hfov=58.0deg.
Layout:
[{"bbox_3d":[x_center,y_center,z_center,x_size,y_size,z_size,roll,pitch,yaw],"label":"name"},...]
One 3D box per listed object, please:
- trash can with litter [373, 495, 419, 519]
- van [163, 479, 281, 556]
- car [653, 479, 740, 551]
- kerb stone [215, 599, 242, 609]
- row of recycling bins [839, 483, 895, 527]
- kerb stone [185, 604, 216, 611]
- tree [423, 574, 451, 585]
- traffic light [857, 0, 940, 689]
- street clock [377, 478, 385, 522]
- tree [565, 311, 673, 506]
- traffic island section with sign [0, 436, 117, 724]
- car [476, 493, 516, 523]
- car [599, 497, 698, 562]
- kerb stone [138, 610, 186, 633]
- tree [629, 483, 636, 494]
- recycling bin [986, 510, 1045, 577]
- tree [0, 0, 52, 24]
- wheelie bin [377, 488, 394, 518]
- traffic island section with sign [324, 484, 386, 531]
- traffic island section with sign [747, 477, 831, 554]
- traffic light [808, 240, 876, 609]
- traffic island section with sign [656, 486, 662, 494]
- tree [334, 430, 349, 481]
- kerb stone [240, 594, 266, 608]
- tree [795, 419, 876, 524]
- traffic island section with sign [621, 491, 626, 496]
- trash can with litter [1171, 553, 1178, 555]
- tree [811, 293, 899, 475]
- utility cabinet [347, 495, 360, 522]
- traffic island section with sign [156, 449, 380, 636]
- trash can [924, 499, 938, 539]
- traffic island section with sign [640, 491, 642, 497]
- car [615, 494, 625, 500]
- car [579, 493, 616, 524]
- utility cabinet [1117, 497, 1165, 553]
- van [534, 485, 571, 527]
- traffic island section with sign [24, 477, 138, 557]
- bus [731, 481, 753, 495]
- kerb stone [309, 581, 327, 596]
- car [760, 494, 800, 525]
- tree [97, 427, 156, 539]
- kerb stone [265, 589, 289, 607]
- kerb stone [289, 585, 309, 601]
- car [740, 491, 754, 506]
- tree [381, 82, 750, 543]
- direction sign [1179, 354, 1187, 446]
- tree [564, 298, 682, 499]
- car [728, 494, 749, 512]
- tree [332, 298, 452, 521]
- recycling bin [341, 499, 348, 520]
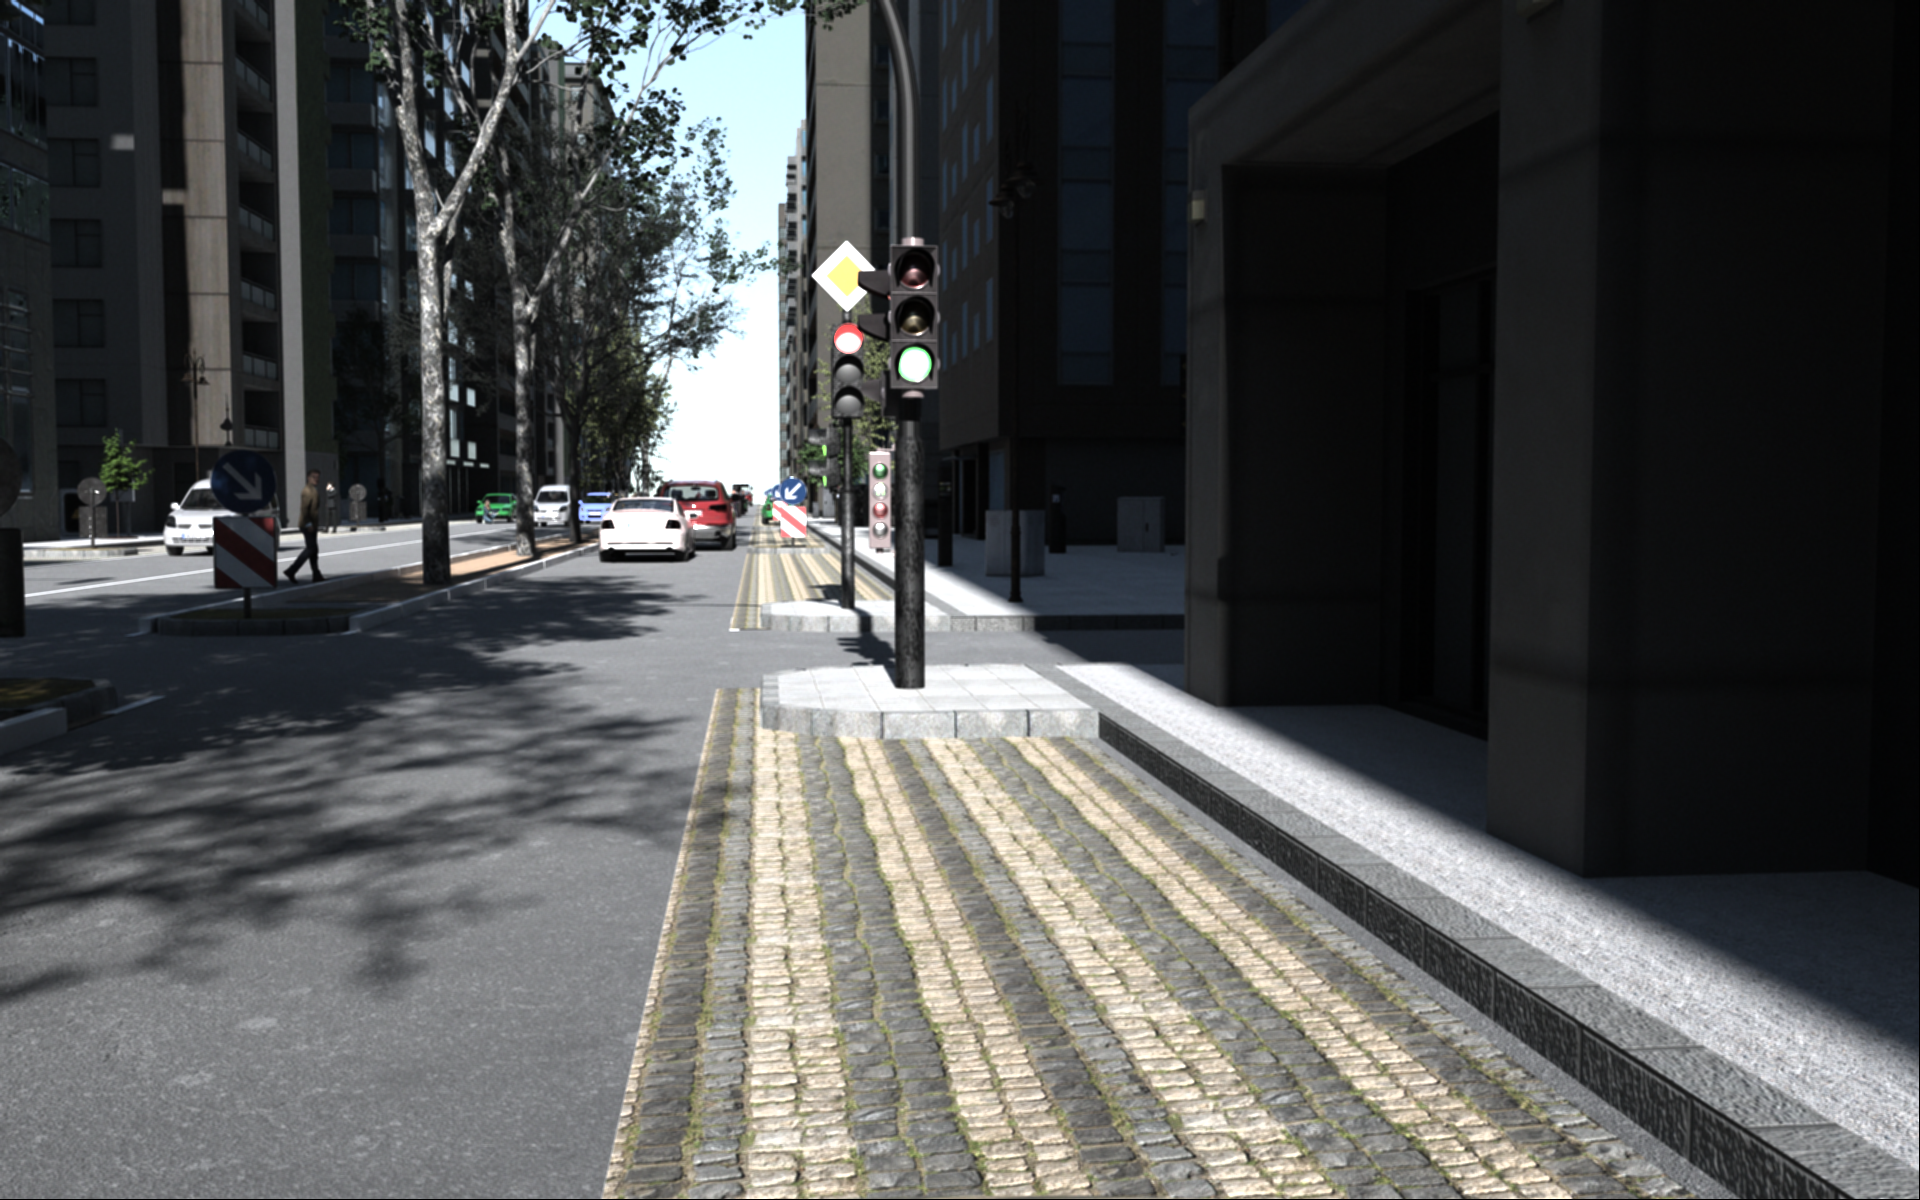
[{"bbox_3d":[-28.879,-4.741,88.571,2.233,1.210,1.678,1,4,14],"label":"trash can with litter"},{"bbox_3d":[-17.685,-2.115,41.584,2.013,2.044,4.112,0,4,-5],"label":"van"},{"bbox_3d":[-6.915,-2.238,45.263,2.281,1.827,5.304,0,4,-6],"label":"car"},{"bbox_3d":[-8.677,0.113,20.352,0.120,0.150,1.000,0,4,-7],"label":"kerb stone"},{"bbox_3d":[-3.574,-3.746,68.360,1.069,1.692,3.534,-3,5,-40],"label":"row of recycling bins"},{"bbox_3d":[-8.558,0.175,19.336,0.120,0.150,1.000,0,4,-7],"label":"kerb stone"},{"bbox_3d":[-6.964,-10.258,26.062,12.611,20.169,13.585,0,3,0],"label":"tree"},{"bbox_3d":[-2.430,-2.224,11.023,4.771,5.953,1.251,0,4,-7],"label":"traffic light"},{"bbox_3d":[-26.175,-4.509,78.290,0.358,2.002,0.471,0,4,-6],"label":"street clock"},{"bbox_3d":[-13.881,-7.278,71.819,4.737,8.622,4.395,0,3,0],"label":"tree"},{"bbox_3d":[-6.572,-0.178,11.044,2.006,1.907,1.989,0,4,-7],"label":"traffic island section with sign"},{"bbox_3d":[-23.169,-4.788,87.087,1.959,1.807,4.718,0,4,-6],"label":"car"},{"bbox_3d":[-6.820,-1.565,37.952,2.083,1.381,4.827,0,4,-6],"label":"car"},{"bbox_3d":[-8.446,0.237,18.315,0.120,0.150,1.000,0,4,-7],"label":"kerb stone"},{"bbox_3d":[-47.836,-15.674,250.876,1.663,3.219,1.824,0,3,0],"label":"tree"},{"bbox_3d":[0.868,-0.894,27.178,0.722,1.027,0.722,2,4,28],"label":"recycling bin"},{"bbox_3d":[-6.078,-5.878,5.210,9.857,13.997,8.962,0,3,0],"label":"tree"},{"bbox_3d":[-30.224,-5.091,91.152,0.693,1.594,0.980,-3,5,-43],"label":"wheelie bin"},{"bbox_3d":[-23.391,-3.577,67.105,1.989,1.847,2.006,0,4,-7],"label":"traffic island section with sign"},{"bbox_3d":[-4.176,-2.047,42.094,1.989,1.847,2.006,0,4,-7],"label":"traffic island section with sign"},{"bbox_3d":[-1.275,-1.860,19.335,0.839,4.253,0.868,0,4,-7],"label":"traffic light"},{"bbox_3d":[-16.019,-5.193,93.049,2.006,1.907,1.989,0,4,-7],"label":"traffic island section with sign"},{"bbox_3d":[-27.349,-5.472,73.178,4.285,4.588,4.351,0,3,0],"label":"tree"},{"bbox_3d":[-8.799,0.052,21.370,0.120,0.150,1.000,0,4,-7],"label":"kerb stone"},{"bbox_3d":[-5.342,-5.516,73.904,4.285,4.588,4.351,0,3,0],"label":"tree"},{"bbox_3d":[-38.448,-11.574,197.866,1.989,1.847,2.006,0,4,-7],"label":"traffic island section with sign"},{"bbox_3d":[5.462,-1.515,35.835,2.233,1.210,1.678,3,4,36],"label":"trash can with litter"},{"bbox_3d":[-3.014,-6.760,60.889,4.737,8.622,4.395,0,3,0],"label":"tree"},{"bbox_3d":[-27.772,-4.171,79.361,0.306,1.237,1.020,0,4,-6],"label":"utility cabinet"},{"bbox_3d":[-7.410,-0.628,18.404,2.006,1.907,1.989,0,4,-7],"label":"traffic island section with sign"},{"bbox_3d":[-0.809,-2.334,49.808,0.748,1.137,0.748,0,3,0],"label":"trash can"},{"bbox_3d":[-41.600,-13.250,225.265,1.989,1.847,2.006,0,4,-7],"label":"traffic island section with sign"},{"bbox_3d":[-30.987,-8.926,156.159,2.015,1.641,3.980,0,4,-5],"label":"car"},{"bbox_3d":[-17.583,-4.574,84.382,1.945,1.707,3.694,0,4,-5],"label":"car"},{"bbox_3d":[3.982,-1.650,38.139,1.020,1.237,0.306,2,4,26],"label":"utility cabinet"},{"bbox_3d":[-17.767,-4.220,76.006,2.013,2.044,4.112,0,4,-5],"label":"van"},{"bbox_3d":[-20.278,-1.927,40.136,1.989,1.847,2.006,0,4,-7],"label":"traffic island section with sign"},{"bbox_3d":[-30.788,-15.266,244.456,2.948,3.499,13.247,0,4,-6],"label":"bus"},{"bbox_3d":[-9.149,-0.133,24.434,0.120,0.150,1.000,0,4,-7],"label":"kerb stone"},{"bbox_3d":[-8.478,-4.476,81.979,1.959,1.807,4.718,-1,4,-8],"label":"car"},{"bbox_3d":[-24.305,-3.378,49.830,1.663,3.219,1.824,0,3,0],"label":"tree"},{"bbox_3d":[-8.911,-0.012,22.392,0.120,0.150,1.000,0,4,-7],"label":"kerb stone"},{"bbox_3d":[-9.033,-0.074,23.412,0.120,0.150,1.000,0,4,-7],"label":"kerb stone"},{"bbox_3d":[-25.420,-11.929,203.711,2.281,1.827,5.304,0,4,-6],"label":"car"},{"bbox_3d":[-11.438,-8.452,51.010,12.009,13.543,11.850,0,3,0],"label":"tree"},{"bbox_3d":[3.988,-2.204,28.029,0.876,3.537,0.379,1,4,15],"label":"direction sign"},{"bbox_3d":[-12.106,-6.647,61.501,4.360,8.622,3.978,0,3,0],"label":"tree"},{"bbox_3d":[-17.889,-7.733,138.230,2.131,1.459,4.920,0,4,-8],"label":"car"},{"bbox_3d":[-28.020,-9.090,83.037,7.601,10.594,8.767,-1,4,-13],"label":"tree"},{"bbox_3d":[-31.159,-4.556,87.044,0.722,1.027,0.722,-3,4,-38],"label":"recycling bin"}]
